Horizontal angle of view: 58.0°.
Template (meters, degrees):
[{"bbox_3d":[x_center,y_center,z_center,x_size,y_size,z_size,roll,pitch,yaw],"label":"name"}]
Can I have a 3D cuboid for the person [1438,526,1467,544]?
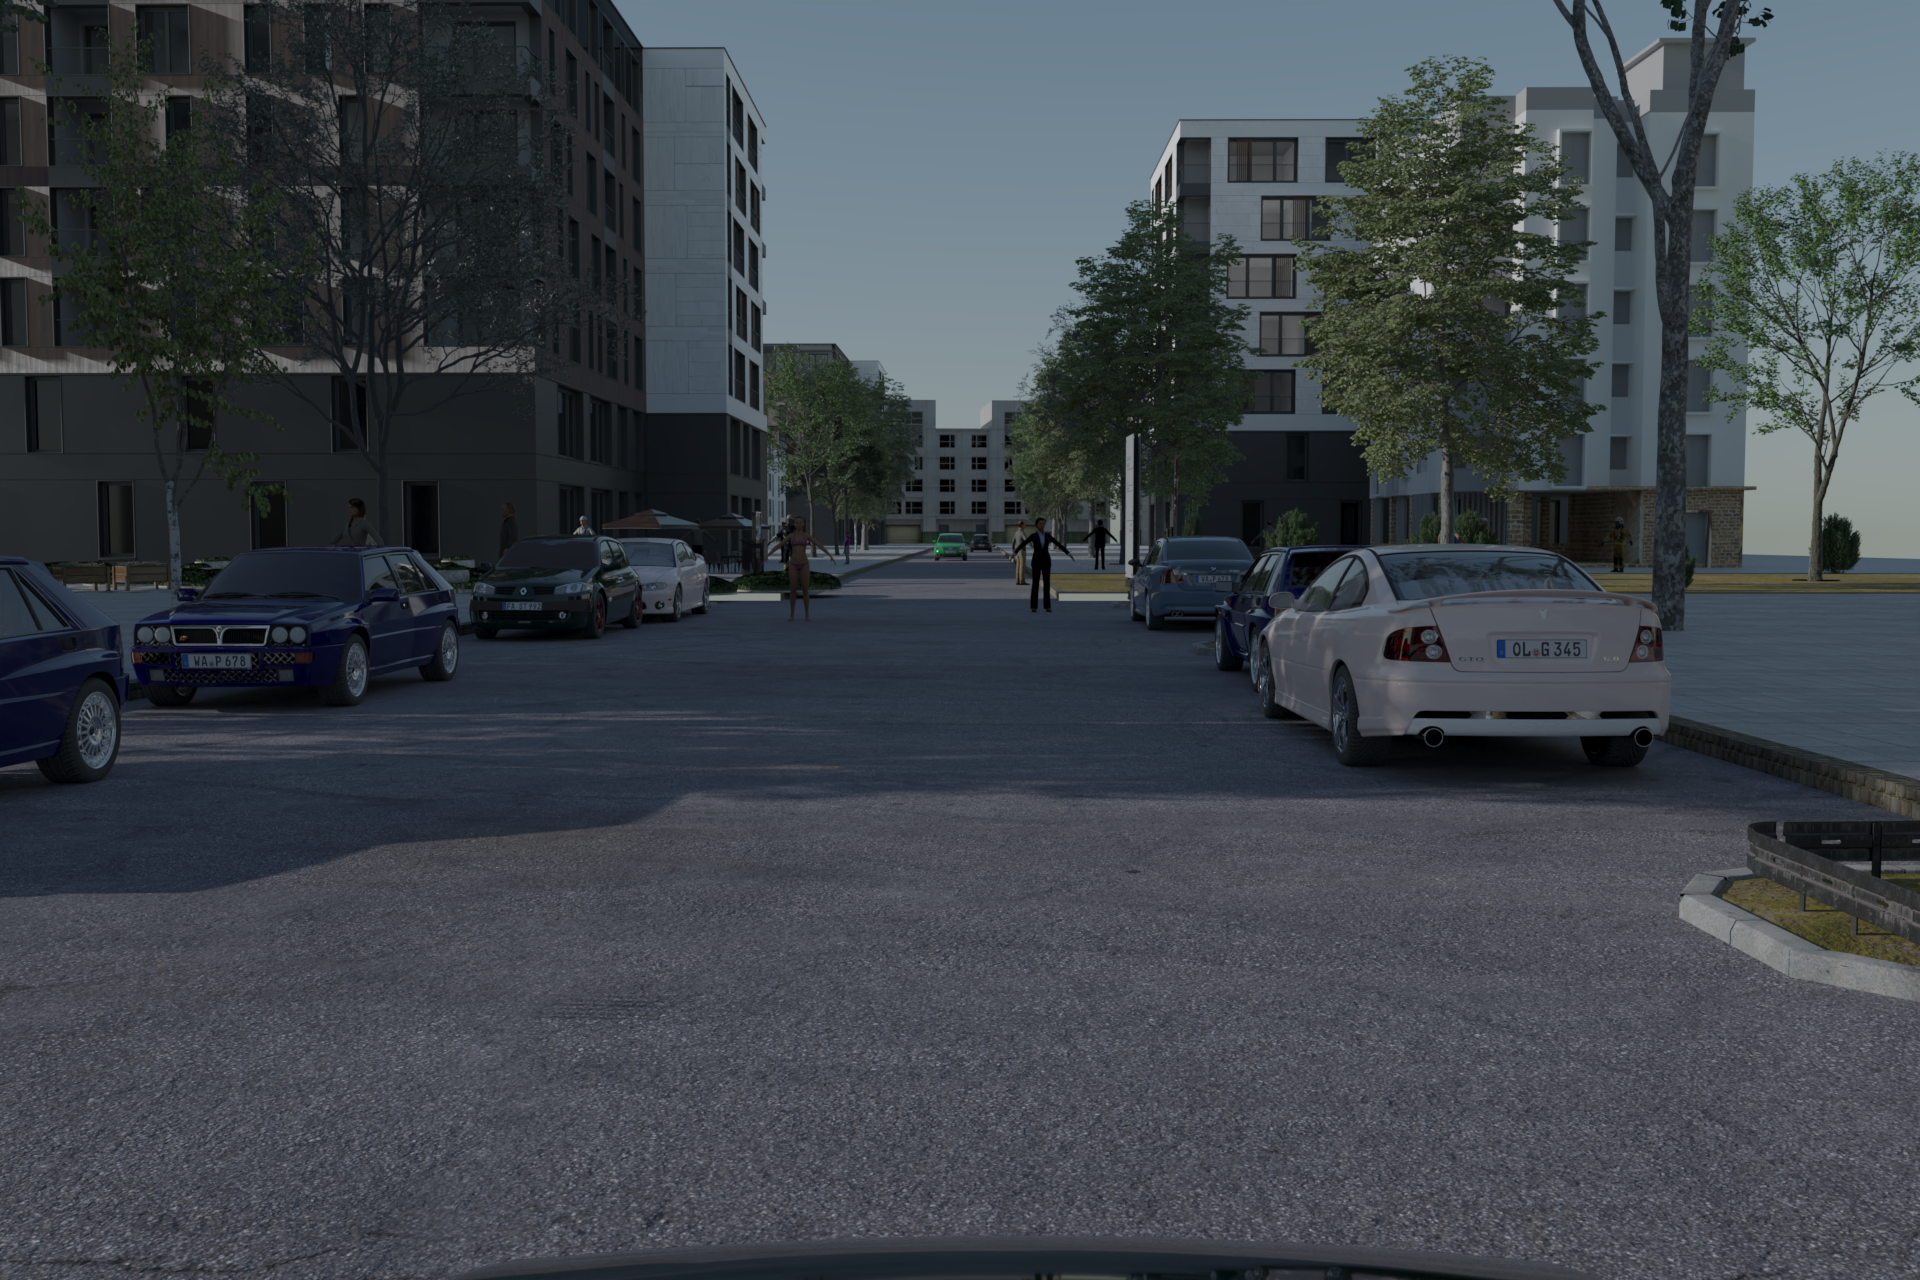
[{"bbox_3d":[12.157,-2.248,42.888,0.704,1.817,1.347,-1,4,-15],"label":"person"}]

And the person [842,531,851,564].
[{"bbox_3d":[-4.862,-3.937,73.635,0.599,1.433,0.991,1,4,14],"label":"person"}]

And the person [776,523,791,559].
[{"bbox_3d":[-7.435,-4.242,75.501,1.345,1.843,0.704,1,4,18],"label":"person"}]

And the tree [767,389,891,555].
[{"bbox_3d":[-7.614,-10.377,104.069,7.601,10.594,8.767,3,5,42],"label":"tree"}]

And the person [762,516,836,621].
[{"bbox_3d":[-2.651,-1.180,28.555,1.217,1.733,0.721,0,4,-3],"label":"person"}]

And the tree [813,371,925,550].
[{"bbox_3d":[-7.593,-14.065,136.618,9.857,13.997,8.962,0,3,0],"label":"tree"}]

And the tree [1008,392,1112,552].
[{"bbox_3d":[7.349,-12.070,123.107,9.928,11.665,9.643,0,3,0],"label":"tree"}]

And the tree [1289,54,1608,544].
[{"bbox_3d":[11.502,-7.584,42.119,7.486,12.596,7.792,0,3,0],"label":"tree"}]

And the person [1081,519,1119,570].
[{"bbox_3d":[5.027,-3.427,62.213,1.347,1.806,0.705,0,4,1],"label":"person"}]

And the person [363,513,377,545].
[{"bbox_3d":[-14.298,-2.159,41.482,0.705,1.806,1.347,0,4,6],"label":"person"}]

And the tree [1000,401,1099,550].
[{"bbox_3d":[7.850,-14.509,143.883,9.857,13.997,8.962,0,3,0],"label":"tree"}]

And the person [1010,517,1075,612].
[{"bbox_3d":[1.502,-1.379,31.728,1.216,1.740,0.721,-1,4,-9],"label":"person"}]

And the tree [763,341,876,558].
[{"bbox_3d":[-8.168,-10.319,94.475,9.928,11.665,9.643,0,3,0],"label":"tree"}]

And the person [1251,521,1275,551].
[{"bbox_3d":[11.890,-3.697,66.715,1.348,1.796,0.705,-1,4,-12],"label":"person"}]

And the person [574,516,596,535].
[{"bbox_3d":[-11.884,-2.985,54.668,1.347,1.847,0.705,1,4,21],"label":"person"}]

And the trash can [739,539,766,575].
[{"bbox_3d":[-5.755,-2.232,48.149,0.748,1.137,0.748,0,3,0],"label":"trash can"}]

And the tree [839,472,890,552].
[{"bbox_3d":[-7.347,-10.599,123.653,4.737,8.622,4.395,0,3,0],"label":"tree"}]

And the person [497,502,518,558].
[{"bbox_3d":[-7.432,-1.362,28.444,0.705,1.807,1.348,-1,4,-19],"label":"person"}]

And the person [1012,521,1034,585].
[{"bbox_3d":[1.746,-2.437,48.573,0.705,1.796,1.348,-2,4,-26],"label":"person"}]

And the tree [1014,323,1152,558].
[{"bbox_3d":[6.610,-10.615,91.688,7.486,12.596,7.792,0,3,0],"label":"tree"}]

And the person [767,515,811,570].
[{"bbox_3d":[-5.107,-2.825,51.972,1.354,1.856,0.705,0,4,6],"label":"person"}]

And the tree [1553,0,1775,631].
[{"bbox_3d":[8.709,-10.268,23.774,12.611,20.169,13.585,0,3,0],"label":"tree"}]

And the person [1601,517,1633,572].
[{"bbox_3d":[22.023,-3.191,57.948,0.705,1.858,1.354,-2,4,-24],"label":"person"}]

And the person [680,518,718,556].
[{"bbox_3d":[-8.939,-3.233,58.991,1.348,1.813,0.705,-1,4,-13],"label":"person"}]

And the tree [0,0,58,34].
[{"bbox_3d":[-11.755,-6.476,12.540,9.857,13.997,8.962,0,3,0],"label":"tree"}]

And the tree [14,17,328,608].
[{"bbox_3d":[-11.508,-4.582,25.282,4.737,8.622,4.395,0,3,0],"label":"tree"}]

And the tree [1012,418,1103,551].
[{"bbox_3d":[7.644,-12.647,132.529,9.928,11.665,9.643,0,3,0],"label":"tree"}]

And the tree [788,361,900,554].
[{"bbox_3d":[-7.689,-12.007,114.439,7.486,12.596,7.792,0,3,0],"label":"tree"}]

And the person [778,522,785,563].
[{"bbox_3d":[-7.851,-4.354,77.129,1.347,1.837,0.705,3,4,37],"label":"person"}]

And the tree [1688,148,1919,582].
[{"bbox_3d":[23.508,-7.407,46.863,9.928,11.665,9.643,0,3,0],"label":"tree"}]

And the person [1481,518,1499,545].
[{"bbox_3d":[17.674,-3.205,58.364,1.349,1.833,0.705,-3,4,-38],"label":"person"}]

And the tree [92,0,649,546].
[{"bbox_3d":[-12.022,-7.656,35.543,12.009,13.543,11.850,0,3,0],"label":"tree"}]

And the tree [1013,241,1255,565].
[{"bbox_3d":[6.956,-9.887,72.018,12.009,13.543,11.850,0,3,0],"label":"tree"}]

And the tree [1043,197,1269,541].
[{"bbox_3d":[6.752,-8.645,59.469,7.486,12.596,7.792,0,3,0],"label":"tree"}]
